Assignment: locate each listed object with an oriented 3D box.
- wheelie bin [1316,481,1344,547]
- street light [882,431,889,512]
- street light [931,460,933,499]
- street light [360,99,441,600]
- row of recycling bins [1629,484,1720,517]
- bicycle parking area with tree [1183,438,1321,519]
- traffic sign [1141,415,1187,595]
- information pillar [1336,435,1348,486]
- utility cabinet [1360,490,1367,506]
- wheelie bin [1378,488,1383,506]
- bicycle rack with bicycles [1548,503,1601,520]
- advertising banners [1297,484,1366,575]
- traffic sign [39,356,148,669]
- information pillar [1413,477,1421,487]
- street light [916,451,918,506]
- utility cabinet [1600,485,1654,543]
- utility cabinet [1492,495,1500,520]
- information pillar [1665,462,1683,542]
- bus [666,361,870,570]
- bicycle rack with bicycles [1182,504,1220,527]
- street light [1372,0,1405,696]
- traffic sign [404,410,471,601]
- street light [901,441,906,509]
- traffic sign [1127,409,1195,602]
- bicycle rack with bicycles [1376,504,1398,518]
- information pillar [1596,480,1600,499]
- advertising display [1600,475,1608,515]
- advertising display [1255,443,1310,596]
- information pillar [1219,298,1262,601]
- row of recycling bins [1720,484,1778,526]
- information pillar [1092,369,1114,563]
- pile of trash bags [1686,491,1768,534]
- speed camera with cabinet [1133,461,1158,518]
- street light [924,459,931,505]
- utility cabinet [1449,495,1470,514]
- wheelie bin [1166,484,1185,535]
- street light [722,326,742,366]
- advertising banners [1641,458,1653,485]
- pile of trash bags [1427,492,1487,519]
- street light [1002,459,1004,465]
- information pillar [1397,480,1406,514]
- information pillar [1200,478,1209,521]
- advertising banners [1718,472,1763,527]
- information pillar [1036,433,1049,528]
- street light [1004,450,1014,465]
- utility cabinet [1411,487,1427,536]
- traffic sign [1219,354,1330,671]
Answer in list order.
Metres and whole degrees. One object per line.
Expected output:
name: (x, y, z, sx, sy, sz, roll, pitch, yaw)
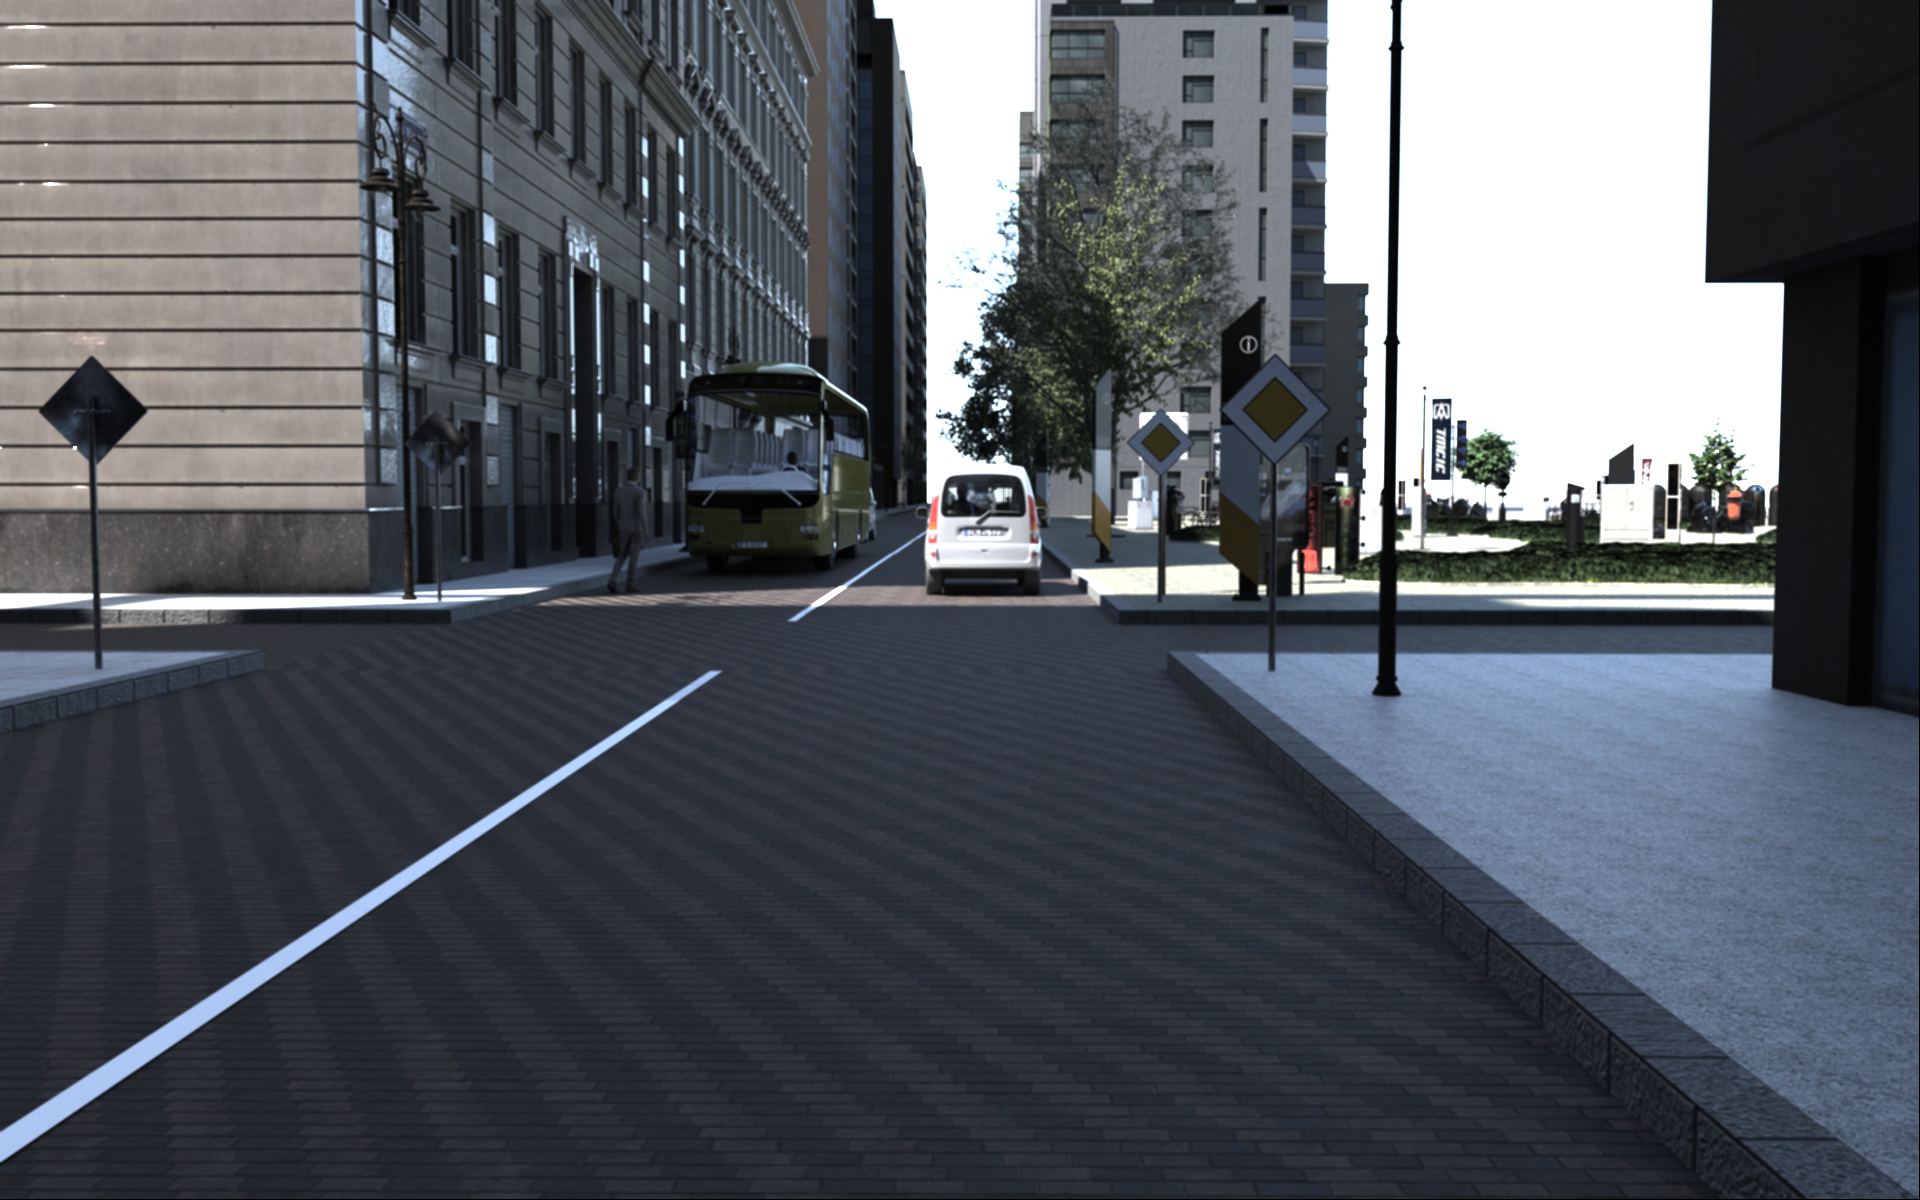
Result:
wheelie bin: (8.942, -2.071, 41.773, 0.980, 1.594, 0.693, 1, 4, 12)
street light: (-5.298, -9.269, 124.336, 0.468, 5.910, 1.993, 0, 4, 1)
street light: (-3.861, -16.069, 235.520, 0.468, 5.910, 1.993, 0, 4, 1)
street light: (-6.679, -2.938, 20.830, 0.468, 5.910, 1.993, 0, 4, 1)
row of recycling bins: (28.306, -3.803, 69.291, 3.534, 1.692, 1.069, 0, 4, -1)
bicycle parking area with tree: (15.710, -6.178, 88.007, 8.231, 4.147, 9.016, 0, 4, 2)
traffic sign: (2.582, -1.213, 21.955, 0.606, 2.300, 0.079, 0, 4, 7)
information pillar: (15.169, -4.734, 68.758, 0.504, 3.616, 0.183, -1, 4, -9)
utility cabinet: (21.854, -5.215, 93.942, 0.318, 1.500, 1.173, 0, 4, 7)
wheelie bin: (23.469, -5.337, 95.161, 0.980, 1.594, 0.693, -1, 4, -21)
bicycle rack with bicycles: (25.749, -3.609, 72.388, 2.925, 0.926, 2.852, -3, 5, -40)
advertising banners: (5.653, -1.935, 27.825, 0.090, 3.025, 2.074, -3, 4, -39)
traffic sign: (-6.328, -0.552, 12.669, 0.795, 2.450, 0.064, 0, 4, 1)
information pillar: (20.148, -4.401, 76.449, 0.304, 2.012, 0.304, 2, 4, 25)
street light: (-4.508, -12.716, 180.695, 0.468, 5.910, 1.993, 0, 4, 1)
utility cabinet: (15.970, -2.005, 41.464, 1.173, 1.500, 0.318, 2, 4, 24)
utility cabinet: (26.041, -4.460, 84.089, 0.306, 1.237, 1.020, 1, 4, 21)
information pillar: (16.602, -2.189, 40.290, 0.304, 2.012, 0.304, 2, 4, 31)
bus: (-3.522, -2.708, 35.818, 2.896, 3.916, 12.252, 0, 4, 1)
bicycle rack with bicycles: (9.647, -3.116, 64.326, 2.925, 0.926, 2.852, 2, 4, 25)
street light: (2.728, -2.331, 10.899, 0.468, 5.910, 1.993, 0, 4, 1)
traffic sign: (-6.222, -1.040, 20.653, 0.795, 2.450, 0.064, 0, 4, 1)
street light: (-4.927, -10.940, 151.652, 0.468, 5.910, 1.993, 0, 4, 1)
traffic sign: (2.371, -1.032, 20.520, 0.795, 2.450, 0.064, 0, 4, 1)
bicycle rack with bicycles: (14.983, -3.170, 65.208, 2.925, 0.926, 2.852, -2, 4, -26)
information pillar: (32.981, -5.185, 89.261, 0.304, 2.012, 0.304, -2, 4, -33)
advertising display: (21.803, -3.268, 58.653, 0.123, 1.923, 0.974, 1, 4, 13)
advertising display: (4.019, -1.011, 21.752, 0.974, 1.923, 0.123, -3, 4, -37)
information pillar: (3.383, -1.802, 20.825, 0.504, 3.616, 0.183, 0, 4, 8)
row of recycling bins: (32.745, -3.866, 70.320, 3.534, 1.692, 1.069, 1, 4, 14)
information pillar: (2.662, -2.512, 32.424, 0.183, 3.616, 0.504, 3, 5, 43)
pile of trash bags: (25.157, -2.886, 56.936, 1.912, 1.369, 3.447, 1, 4, 12)
speed camera with cabinet: (10.195, -6.122, 94.435, 0.660, 3.252, 2.038, 3, 4, 39)
street light: (-4.097, -14.390, 208.064, 0.468, 5.910, 1.993, 0, 4, 1)
utility cabinet: (25.832, -4.799, 89.625, 1.020, 1.237, 0.306, 3, 5, 40)
wheelie bin: (6.631, -2.835, 54.255, 0.693, 1.594, 0.980, 2, 4, 29)
street light: (-6.213, -4.587, 47.784, 0.468, 5.910, 1.993, 0, 4, 1)
advertising banners: (32.439, -5.365, 83.913, 2.074, 3.025, 0.090, 1, 4, 19)
pile of trash bags: (23.112, -4.403, 81.749, 3.447, 1.369, 1.912, -2, 4, -26)
street light: (5.149, -13.918, 200.349, 0.468, 5.910, 1.993, 0, 4, 1)
information pillar: (22.763, -5.185, 89.263, 0.304, 2.012, 0.304, -3, 5, -43)
information pillar: (11.478, -4.687, 81.124, 0.304, 2.012, 0.304, -3, 5, -42)
advertising banners: (30.774, -4.400, 68.123, 2.074, 3.025, 0.090, -1, 4, -20)
information pillar: (3.149, -4.581, 66.259, 0.504, 3.616, 0.183, 2, 4, 31)
street light: (4.834, -12.173, 171.816, 0.468, 5.910, 1.993, 0, 4, 1)
utility cabinet: (13.837, -2.659, 52.147, 0.318, 1.500, 1.173, 1, 4, 22)
traffic sign: (2.266, -0.544, 12.535, 0.795, 2.450, 0.064, 0, 4, 1)
